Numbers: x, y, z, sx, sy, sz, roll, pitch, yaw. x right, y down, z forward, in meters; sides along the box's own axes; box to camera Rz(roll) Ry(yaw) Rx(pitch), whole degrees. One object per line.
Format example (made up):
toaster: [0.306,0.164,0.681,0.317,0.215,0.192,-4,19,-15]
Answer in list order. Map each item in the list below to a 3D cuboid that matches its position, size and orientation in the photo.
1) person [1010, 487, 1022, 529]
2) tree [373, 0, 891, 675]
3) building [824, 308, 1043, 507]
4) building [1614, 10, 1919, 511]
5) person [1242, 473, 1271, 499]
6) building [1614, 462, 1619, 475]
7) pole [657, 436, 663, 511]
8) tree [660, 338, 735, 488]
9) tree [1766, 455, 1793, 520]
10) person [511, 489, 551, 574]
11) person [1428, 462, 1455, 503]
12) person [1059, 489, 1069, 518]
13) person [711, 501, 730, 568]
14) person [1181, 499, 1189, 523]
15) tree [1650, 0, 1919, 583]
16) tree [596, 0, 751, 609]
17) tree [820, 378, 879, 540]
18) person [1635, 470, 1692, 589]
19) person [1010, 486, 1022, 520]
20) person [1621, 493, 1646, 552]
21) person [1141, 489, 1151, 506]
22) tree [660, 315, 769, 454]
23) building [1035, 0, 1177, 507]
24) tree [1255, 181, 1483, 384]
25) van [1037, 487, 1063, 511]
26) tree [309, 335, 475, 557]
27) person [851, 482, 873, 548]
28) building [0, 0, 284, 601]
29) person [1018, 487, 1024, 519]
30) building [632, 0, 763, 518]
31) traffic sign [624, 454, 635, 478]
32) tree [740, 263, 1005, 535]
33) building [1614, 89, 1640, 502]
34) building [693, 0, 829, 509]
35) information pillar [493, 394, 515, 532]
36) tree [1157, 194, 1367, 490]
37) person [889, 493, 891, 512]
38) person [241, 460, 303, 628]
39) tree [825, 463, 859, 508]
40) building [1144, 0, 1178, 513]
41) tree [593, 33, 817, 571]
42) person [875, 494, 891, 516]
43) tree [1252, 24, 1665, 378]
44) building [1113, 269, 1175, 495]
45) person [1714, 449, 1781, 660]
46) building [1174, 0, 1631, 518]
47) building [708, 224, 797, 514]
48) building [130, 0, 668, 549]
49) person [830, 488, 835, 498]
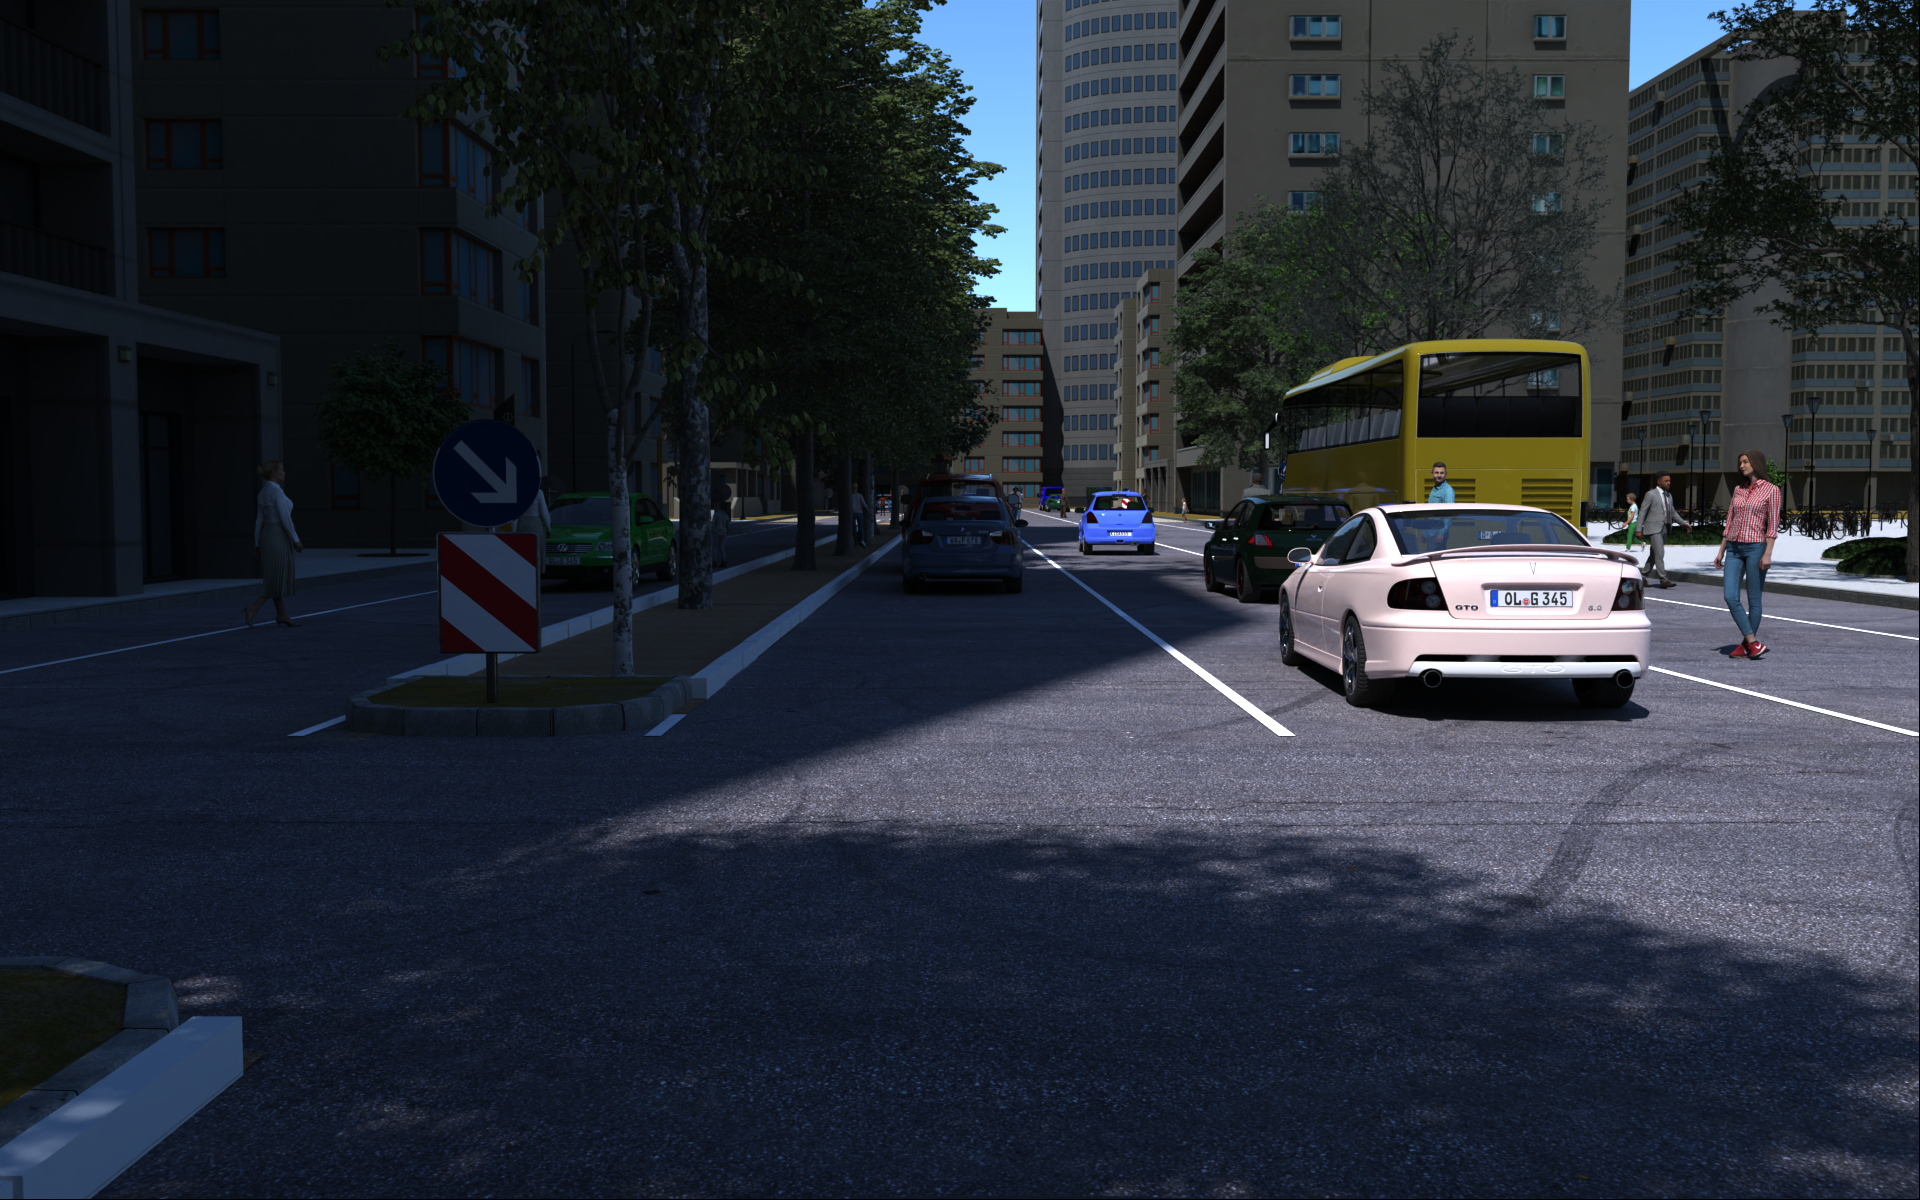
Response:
person: [2.205,-3.785,71.226,0.643,1.720,0.563,3,5,41]
tree: [-2.504,-3.656,12.592,4.737,8.622,4.395,0,3,0]
building: [-6.278,-20.767,184.573,28.899,21.520,27.650,0,3,0]
building: [68.868,-27.722,145.136,23.993,40.220,32.217,0,3,0]
person: [5.416,-1.395,31.403,0.694,1.812,0.767,0,4,8]
building: [49.391,-23.380,153.970,14.107,30.474,14.160,0,3,0]
pole: [-10.635,-4.130,61.375,0.158,3.312,0.155,0,3,0]
tree: [-11.688,-7.530,73.482,4.360,8.622,3.978,0,3,0]
tree: [39.783,-5.545,85.260,1.663,3.219,1.824,0,3,0]
person: [-5.982,-0.934,23.995,0.478,1.798,0.641,1,4,19]
person: [6.159,-0.835,22.016,0.748,1.841,0.638,1,4,9]
person: [6.317,-5.866,104.956,0.434,1.755,0.990,-2,4,-25]
person: [-4.693,-1.279,33.695,0.394,1.301,0.425,2,4,34]
person: [11.219,-4.448,86.238,0.382,1.210,0.505,1,4,10]
tree: [13.545,-5.529,24.809,7.601,10.594,8.767,-1,4,-9]
tree: [-4.510,-9.998,21.821,12.611,20.169,13.585,0,3,0]
tree: [-2.769,-6.171,53.709,4.360,8.622,3.978,0,3,0]
person: [10.618,-1.074,26.335,0.678,1.792,0.850,-2,4,-29]
person: [2.497,-4.377,80.164,0.694,1.812,0.767,1,4,19]
person: [14.897,-1.711,38.272,0.590,1.304,0.306,0,4,-4]
person: [10.611,-5.572,100.312,0.721,1.735,1.217,-3,5,-43]
tree: [-11.721,-8.968,81.041,8.767,10.594,7.601,1,4,17]
building: [22.357,-39.054,180.532,28.212,58.520,21.231,0,3,0]
tree: [13.536,-8.088,57.995,9.928,11.665,9.643,0,3,0]
van: [7.877,-8.838,148.881,2.240,2.365,5.245,0,4,-1]
tree: [-11.742,-3.185,35.784,4.285,4.588,4.351,0,3,0]
person: [-2.641,-2.231,45.647,0.731,1.740,0.598,-1,4,-20]
building: [-20.715,-35.600,20.310,20.563,71.187,20.611,0,3,0]
person: [2.839,-4.714,85.839,0.793,1.790,0.793,1,4,13]
building: [-28.223,-24.853,98.221,32.217,40.220,23.993,0,3,0]
traffic sign: [-10.652,-3.342,54.744,0.768,2.556,0.104,0,4,3]
tree: [-3.208,-8.636,60.657,9.611,12.733,9.660,0,3,0]
building: [64.736,-30.233,177.900,14.086,41.232,14.154,0,3,0]
building: [-19.290,-30.763,153.082,14.200,45.320,14.600,0,3,0]
information pillar: [-10.567,-2.992,40.272,0.504,3.616,0.183,-1,4,-17]
tree: [13.312,-10.331,75.568,9.857,13.997,8.962,0,3,0]
person: [-5.473,-7.964,138.652,1.348,1.831,0.705,3,4,39]
person: [-7.362,-0.597,18.482,0.641,1.798,0.478,-2,4,-35]
tree: [-10.989,-11.009,163.714,4.285,4.588,4.351,0,3,0]
building: [24.403,-41.767,121.134,20.563,71.187,20.611,0,3,0]
tree: [-3.004,-6.841,32.434,7.486,12.596,7.792,0,3,0]
person: [-5.115,-6.299,114.754,1.065,1.426,0.557,0,4,-2]
tree: [12.860,-8.325,46.489,12.009,13.543,11.850,0,3,0]
building: [28.216,-18.497,147.460,27.650,21.520,28.899,0,3,0]
person: [6.856,-0.404,15.118,0.388,1.821,0.555,-3,5,-41]
building: [24.566,-29.178,100.760,21.300,48.544,21.600,0,3,0]
building: [-26.219,-17.135,125.190,27.650,21.520,28.899,0,3,0]
building: [-25.536,-12.812,54.517,27.650,21.520,28.899,0,3,0]
person: [-11.299,-8.857,150.841,0.705,1.826,1.348,-2,4,-31]
